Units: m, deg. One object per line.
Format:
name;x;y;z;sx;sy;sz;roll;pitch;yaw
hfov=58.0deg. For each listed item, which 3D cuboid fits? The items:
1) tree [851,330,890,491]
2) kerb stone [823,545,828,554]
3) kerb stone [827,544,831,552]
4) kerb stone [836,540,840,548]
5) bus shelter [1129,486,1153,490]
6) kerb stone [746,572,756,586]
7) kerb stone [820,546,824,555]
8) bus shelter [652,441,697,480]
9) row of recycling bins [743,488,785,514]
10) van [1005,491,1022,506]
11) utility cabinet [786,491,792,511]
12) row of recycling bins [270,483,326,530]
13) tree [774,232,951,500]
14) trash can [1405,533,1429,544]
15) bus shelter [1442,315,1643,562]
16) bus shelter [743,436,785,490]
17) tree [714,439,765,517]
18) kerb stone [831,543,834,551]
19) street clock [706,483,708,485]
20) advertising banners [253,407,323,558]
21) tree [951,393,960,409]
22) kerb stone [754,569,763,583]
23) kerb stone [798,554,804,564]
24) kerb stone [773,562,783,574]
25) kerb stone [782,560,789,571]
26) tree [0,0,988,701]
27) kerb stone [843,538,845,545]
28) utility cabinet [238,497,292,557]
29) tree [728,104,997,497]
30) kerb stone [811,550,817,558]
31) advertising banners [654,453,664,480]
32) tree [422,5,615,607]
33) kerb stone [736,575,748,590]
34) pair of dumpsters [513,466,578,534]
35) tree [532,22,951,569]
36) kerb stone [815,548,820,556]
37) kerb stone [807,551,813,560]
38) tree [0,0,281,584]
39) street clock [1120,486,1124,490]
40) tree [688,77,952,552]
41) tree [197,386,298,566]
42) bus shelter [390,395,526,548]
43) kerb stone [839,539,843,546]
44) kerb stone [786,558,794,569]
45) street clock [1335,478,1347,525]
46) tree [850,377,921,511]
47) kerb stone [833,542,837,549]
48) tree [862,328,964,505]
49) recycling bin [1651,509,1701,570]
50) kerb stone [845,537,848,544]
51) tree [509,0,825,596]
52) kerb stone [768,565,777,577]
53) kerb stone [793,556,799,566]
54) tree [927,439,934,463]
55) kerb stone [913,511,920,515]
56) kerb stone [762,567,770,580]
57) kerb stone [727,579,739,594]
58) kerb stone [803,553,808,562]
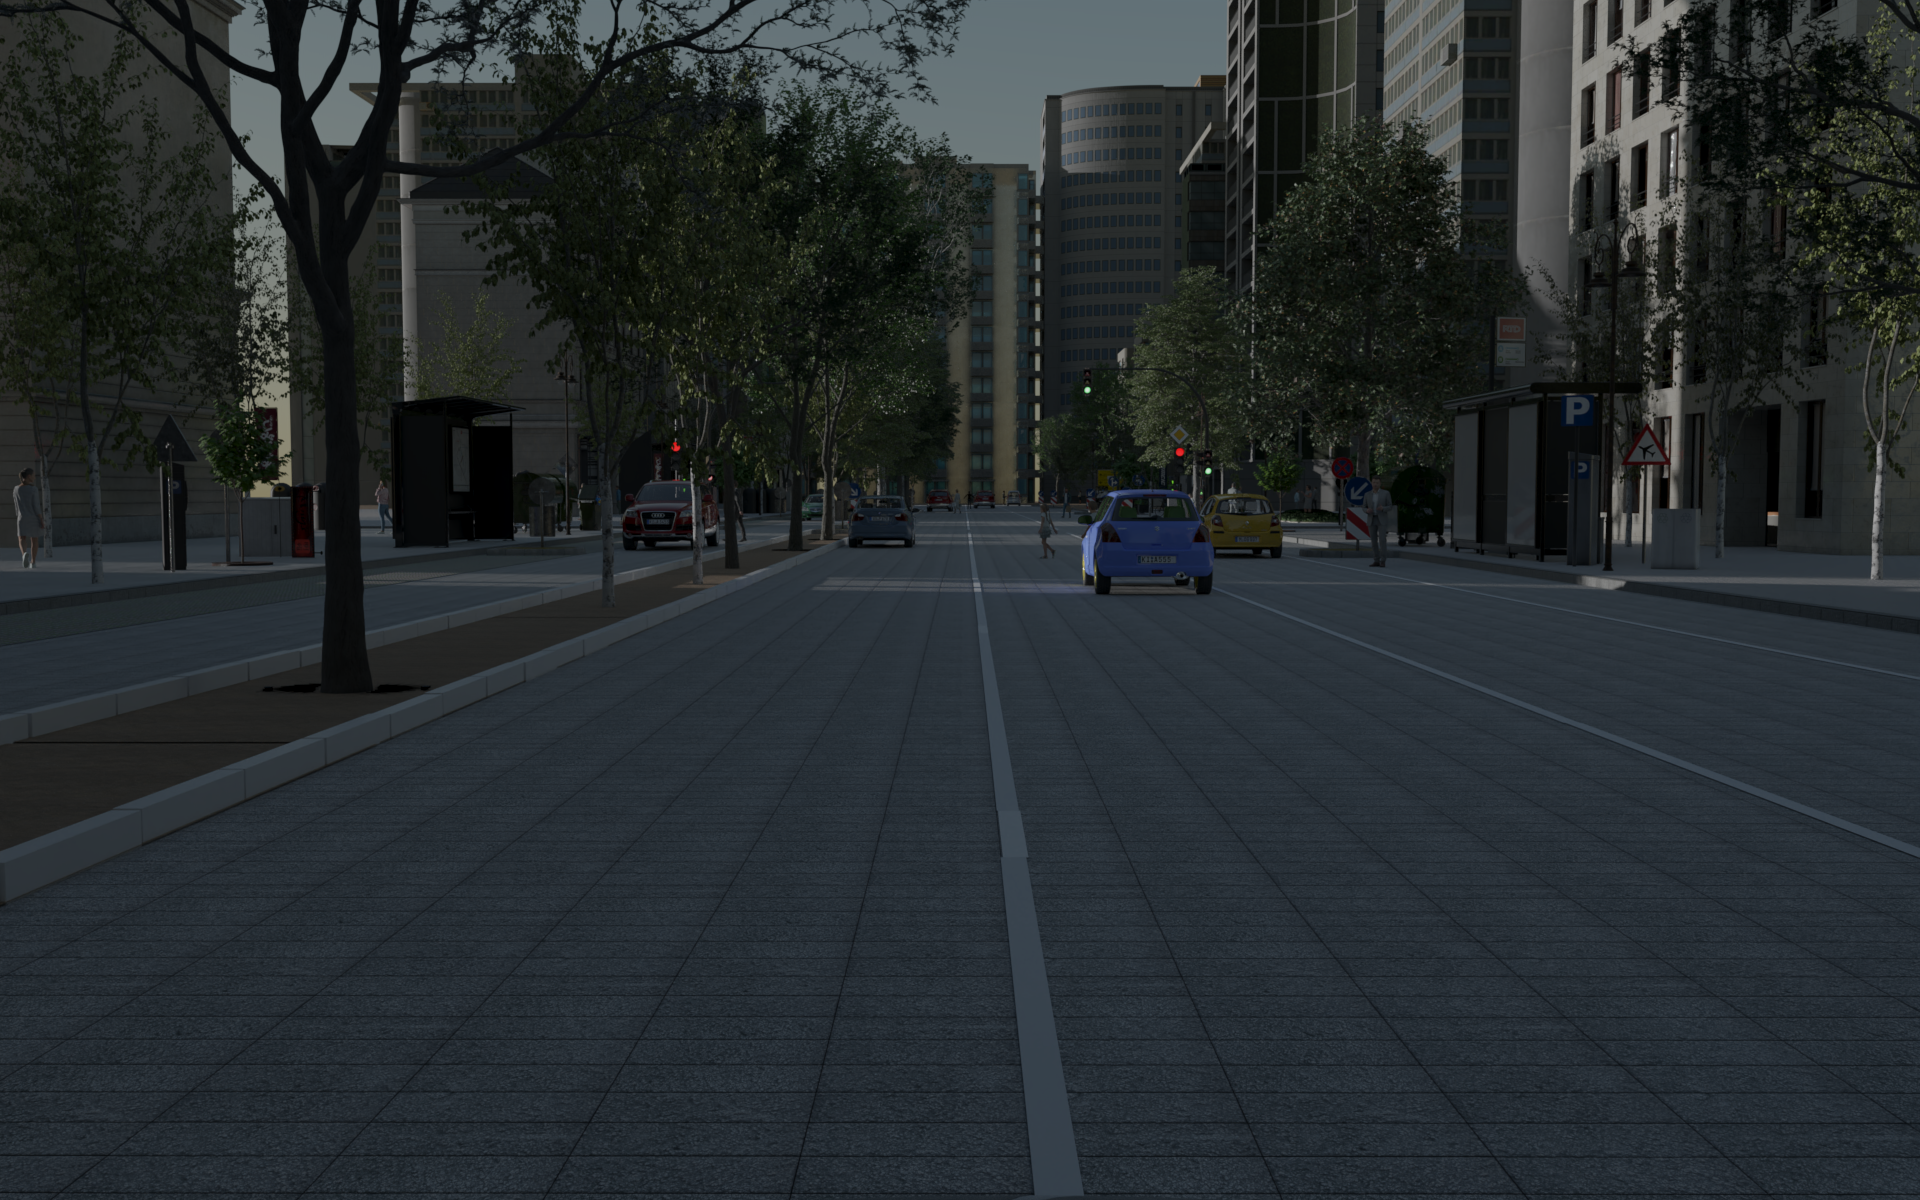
tree;-4.444;-6.589;60.542;4.737;8.622;4.395;0;3;0
kerb stone;-3.318;-1.168;41.383;0.120;0.150;1.000;0;4;0
kerb stone;-3.320;-1.236;42.407;0.120;0.150;1.000;0;4;0
kerb stone;-3.305;-1.420;45.479;0.120;0.150;1.000;0;4;0
bus shelter;12.296;-7.863;119.839;1.731;3.624;6.357;0;4;0
kerb stone;-3.349;-0.292;27.062;0.120;0.150;1.000;0;4;0
kerb stone;-3.322;-1.103;40.360;0.120;0.150;1.000;0;4;0
bus shelter;-13.037;-5.335;78.512;1.731;3.624;6.357;0;3;0
row of recycling bins;-12.921;-6.577;114.644;1.069;1.692;3.534;3;4;39
van;6.430;-12.275;207.705;2.013;2.044;4.112;0;4;1
utility cabinet;-12.813;-7.402;129.704;0.318;1.500;1.173;0;4;1
row of recycling bins;-23.195;-3.362;62.082;3.534;1.692;1.069;1;4;21
tree;-4.450;-9.422;74.629;7.486;12.596;7.792;0;3;0
trash can;11.798;-2.021;44.703;0.748;1.137;0.748;0;3;0
bus shelter;11.724;-3.612;36.692;2.179;5.291;8.768;0;4;0
bus shelter;-13.787;-8.795;121.428;2.179;5.291;8.768;0;4;0
tree;-12.876;-7.033;98.699;4.285;4.588;4.351;0;3;0
kerb stone;-3.313;-1.297;43.429;0.120;0.150;1.000;0;4;0
street clock;-13.943;-5.555;95.386;0.358;2.002;0.471;1;4;15
advertising banners;-13.210;-2.363;34.819;2.074;3.025;0.090;1;4;9
tree;-3.872;-11.439;107.604;7.486;12.596;7.792;0;3;0
kerb stone;-3.346;-0.360;28.083;0.120;0.150;1.000;0;4;0
kerb stone;-3.329;-0.795;35.238;0.120;0.150;1.000;0;4;0
kerb stone;-3.340;-0.548;31.150;0.120;0.150;1.000;0;4;0
kerb stone;-3.342;-0.606;32.172;0.120;0.150;1.000;0;4;0
tree;-4.402;-6.063;11.958;12.009;13.543;11.850;0;3;0
kerb stone;-3.310;-1.549;47.524;0.120;0.150;1.000;0;4;0
utility cabinet;-14.278;-1.495;35.611;1.020;1.237;0.306;-1;4;-21
tree;-5.042;-13.834;84.527;12.611;20.169;13.585;0;3;0
kerb stone;-3.325;-0.978;38.309;0.120;0.150;1.000;0;4;0
advertising banners;-13.625;-4.803;74.711;2.074;3.025;0.090;2;4;24
tree;-4.386;-4.189;21.312;4.737;8.622;4.395;0;3;0
kerb stone;-3.349;-0.232;26.034;0.120;0.150;1.000;0;4;0
pair of dumpsters;-14.009;-3.395;58.002;1.574;2.255;4.437;0;3;0
tree;-4.332;-5.889;33.150;8.767;10.594;7.601;0;4;0
kerb stone;-3.332;-1.047;39.331;0.120;0.150;1.000;0;4;0
kerb stone;-3.330;-0.923;37.281;0.120;0.150;1.000;0;4;0
tree;-12.139;-4.543;24.642;4.737;8.622;4.395;0;3;0
street clock;11.749;-7.398;125.531;0.358;2.002;0.471;1;4;15
tree;-4.018;-7.022;43.022;9.928;11.665;9.643;0;3;0
tree;-12.834;-2.242;31.252;1.663;3.219;1.824;0;3;0
bus shelter;-12.720;-3.243;44.310;1.731;3.624;6.357;0;4;0
kerb stone;-3.307;-1.485;46.502;0.120;0.150;1.000;0;4;0
kerb stone;-3.332;-0.670;33.194;0.120;0.150;1.000;0;4;0
street clock;15.581;-4.052;70.813;0.471;2.002;0.358;1;4;10
tree;-4.106;-8.610;93.595;4.360;8.622;3.978;0;3;0
kerb stone;-3.315;-1.360;44.454;0.120;0.150;1.000;0;4;0
tree;-4.141;-13.581;131.166;9.857;13.997;8.962;0;3;0
recycling bin;12.306;-1.054;29.779;0.722;1.027;0.722;2;4;28
kerb stone;-3.306;-1.611;48.546;0.120;0.150;1.000;0;4;0
tree;-4.115;-4.534;26.952;4.737;8.622;4.395;0;3;0
kerb stone;-3.345;-0.477;30.128;0.120;0.150;1.000;0;4;0
kerb stone;-3.345;-0.735;34.216;0.120;0.150;1.000;0;4;0
tree;-3.828;-11.358;138.523;4.360;8.622;3.978;0;3;0
kerb stone;-3.131;-6.284;124.943;0.120;0.150;1.000;0;4;0
kerb stone;-3.349;-0.421;29.105;0.120;0.150;1.000;0;4;0
kerb stone;-3.355;-0.172;25.012;0.120;0.150;1.000;0;4;0
kerb stone;-3.331;-0.860;36.260;0.120;0.150;1.000;0;4;0
